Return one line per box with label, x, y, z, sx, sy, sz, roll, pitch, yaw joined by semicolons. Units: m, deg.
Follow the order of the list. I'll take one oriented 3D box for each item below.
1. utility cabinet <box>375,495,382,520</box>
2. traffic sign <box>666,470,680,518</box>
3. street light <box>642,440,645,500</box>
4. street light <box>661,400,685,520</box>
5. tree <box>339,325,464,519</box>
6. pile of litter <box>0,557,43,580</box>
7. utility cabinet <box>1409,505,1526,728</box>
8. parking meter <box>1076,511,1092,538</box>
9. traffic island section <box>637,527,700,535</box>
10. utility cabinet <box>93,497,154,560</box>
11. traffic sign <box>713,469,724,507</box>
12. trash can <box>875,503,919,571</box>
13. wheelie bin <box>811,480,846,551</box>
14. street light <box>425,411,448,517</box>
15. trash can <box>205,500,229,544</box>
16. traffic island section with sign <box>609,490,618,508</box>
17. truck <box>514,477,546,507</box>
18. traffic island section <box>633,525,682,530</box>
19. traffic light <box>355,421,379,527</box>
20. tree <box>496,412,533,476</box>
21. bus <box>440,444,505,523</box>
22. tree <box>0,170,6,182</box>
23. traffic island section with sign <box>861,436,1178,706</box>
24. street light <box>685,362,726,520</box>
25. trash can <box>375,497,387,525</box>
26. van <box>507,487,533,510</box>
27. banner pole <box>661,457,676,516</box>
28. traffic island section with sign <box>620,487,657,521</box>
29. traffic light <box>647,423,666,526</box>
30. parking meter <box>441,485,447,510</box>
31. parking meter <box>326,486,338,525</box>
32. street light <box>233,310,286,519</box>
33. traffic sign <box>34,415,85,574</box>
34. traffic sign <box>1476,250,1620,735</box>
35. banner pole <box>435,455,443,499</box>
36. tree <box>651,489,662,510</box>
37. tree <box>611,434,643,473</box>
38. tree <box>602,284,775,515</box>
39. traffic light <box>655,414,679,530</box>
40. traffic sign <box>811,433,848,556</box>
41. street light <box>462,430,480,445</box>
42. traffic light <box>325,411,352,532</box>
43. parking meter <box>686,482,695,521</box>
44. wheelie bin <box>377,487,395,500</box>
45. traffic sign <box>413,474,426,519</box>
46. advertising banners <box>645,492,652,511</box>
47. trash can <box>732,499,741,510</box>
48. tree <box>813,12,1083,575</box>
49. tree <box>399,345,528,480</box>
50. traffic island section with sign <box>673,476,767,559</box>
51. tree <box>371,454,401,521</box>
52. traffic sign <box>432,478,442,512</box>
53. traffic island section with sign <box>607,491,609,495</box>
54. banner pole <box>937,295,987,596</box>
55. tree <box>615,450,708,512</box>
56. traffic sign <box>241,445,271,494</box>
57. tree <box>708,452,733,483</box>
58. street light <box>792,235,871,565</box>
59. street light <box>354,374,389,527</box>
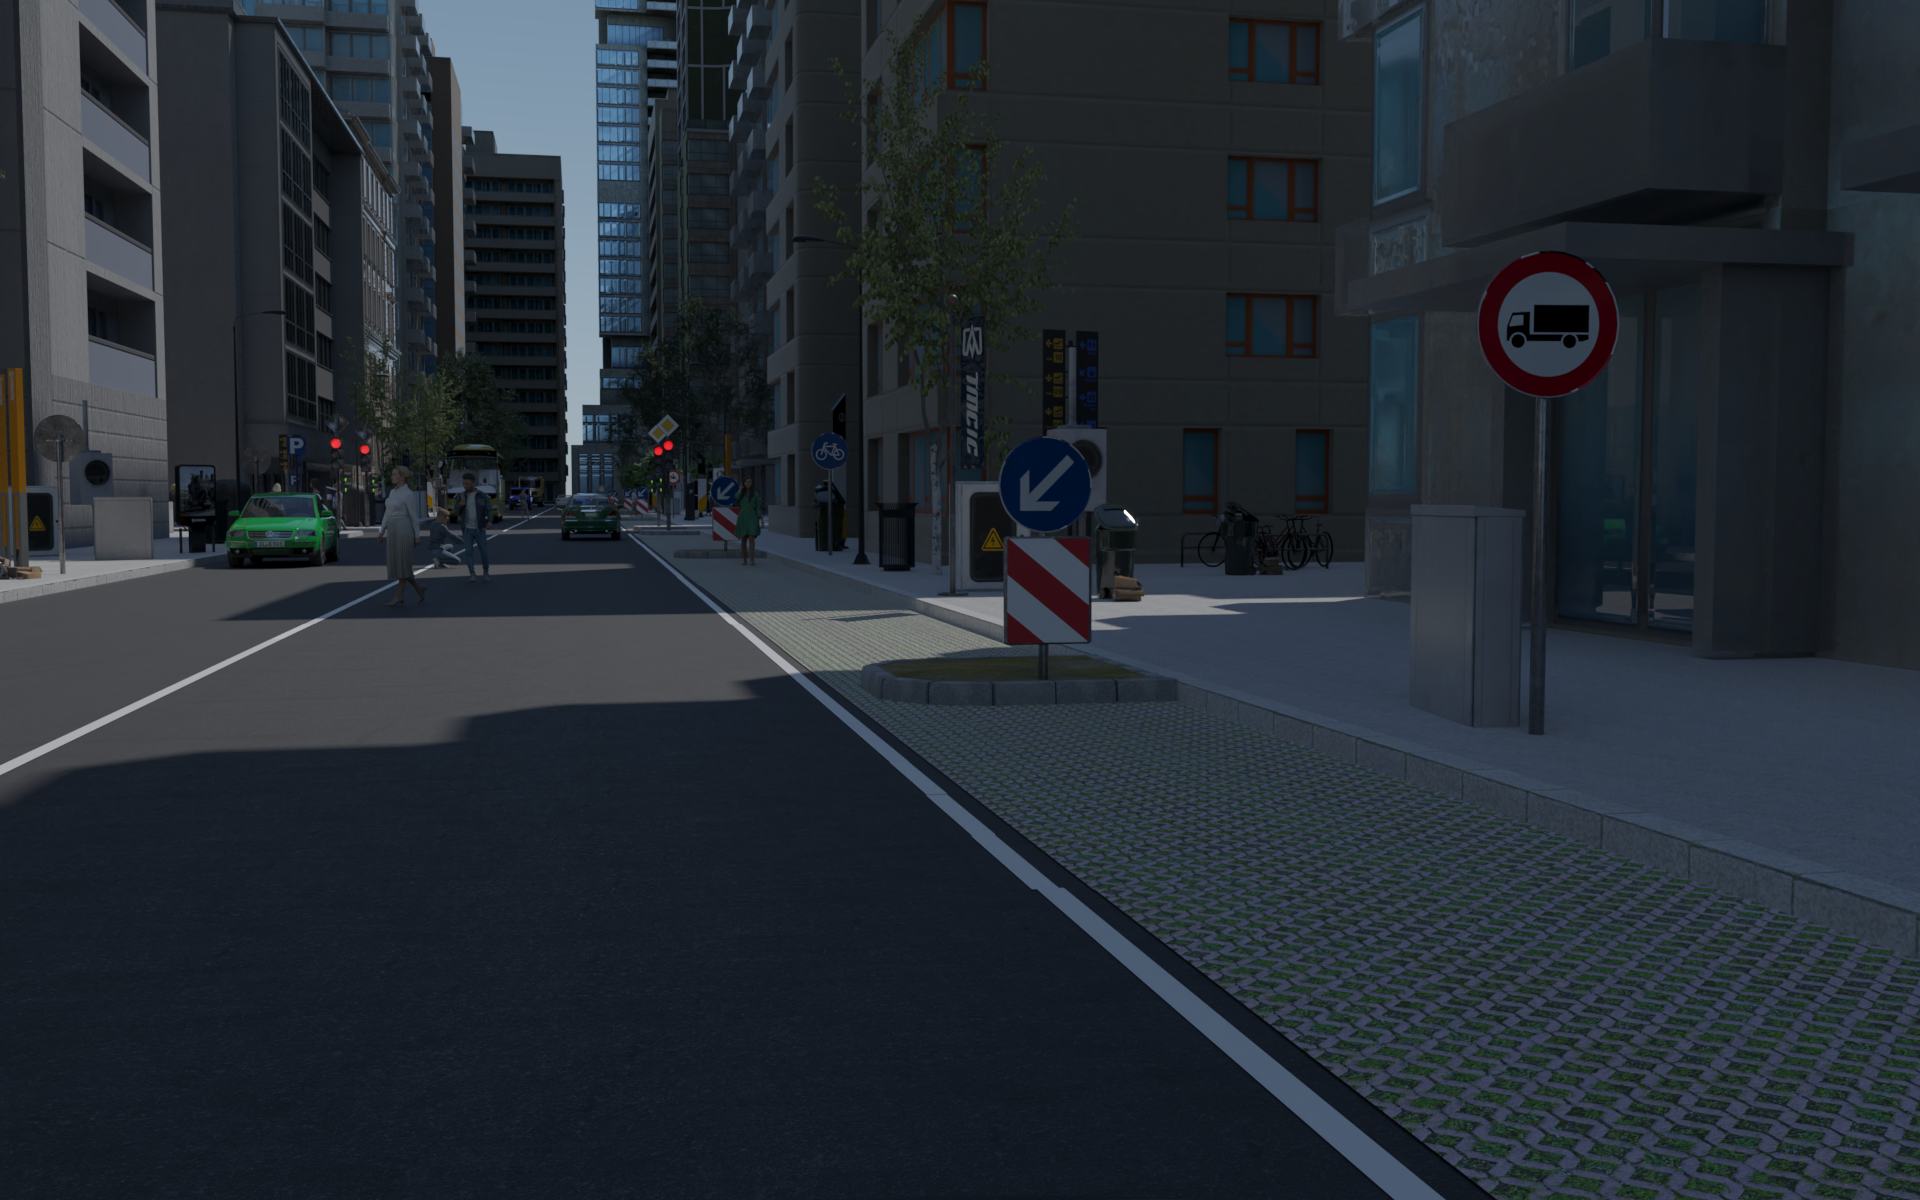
utility cabinet;-28.464;-4.557;85.675;1.020;1.237;0.306;-2;4;-34
traffic sign;-15.116;-5.581;91.359;0.768;2.556;0.104;0;4;-3
street light;-20.252;-8.621;113.501;1.470;5.913;1.316;-1;4;-12
street light;-13.868;-6.831;84.230;1.470;5.913;1.316;-1;4;-12
tree;-25.201;-7.690;76.095;4.737;8.622;4.395;0;3;0
pile of litter;-14.700;-0.767;26.506;1.176;0.858;1.719;-2;4;-32
utility cabinet;2.913;0.072;9.992;0.306;1.237;1.020;0;4;-5
parking meter;2.110;-1.453;29.465;0.255;1.863;0.399;0;4;4
traffic island section;-10.253;-2.375;61.108;2.009;0.180;2.903;-1;4;-12
utility cabinet;-16.345;-1.388;33.858;1.020;1.237;0.306;-1;4;-21
traffic sign;-9.457;-4.061;68.527;0.606;2.300;0.079;0;4;-8
trash can;-1.052;-1.055;28.906;0.748;1.137;0.748;0;3;0
wheelie bin;-2.962;-1.896;38.916;0.693;1.594;0.980;-1;4;-19
street light;-29.156;-7.573;96.367;1.470;5.913;1.316;-1;4;-12
trash can;-19.211;-2.018;44.645;0.748;1.137;0.748;0;3;0
traffic island section with sign;-23.036;-6.791;119.657;1.989;1.847;2.006;-1;4;-12
truck;-48.046;-12.125;194.160;3.469;3.379;9.791;-1;4;-12
traffic island section;-11.956;-2.852;68.910;2.009;0.180;2.903;-1;4;-12
traffic light;-22.753;-4.741;66.432;0.839;4.253;0.868;-1;4;-12
tree;-56.914;-17.712;215.353;9.928;11.665;9.643;0;3;0
bus;-24.791;-5.950;88.837;2.896;3.916;12.252;-1;4;-13
tree;-13.153;-4.266;20.118;4.360;8.622;3.978;0;3;0
traffic island section with sign;0.324;-0.244;12.617;1.989;1.847;2.006;-1;4;-12
street light;-8.851;-5.427;61.266;1.470;5.913;1.316;-1;4;-12
trash can;-24.460;-3.740;72.799;0.748;1.137;0.748;0;3;0
van;-39.771;-9.320;156.773;2.240;2.365;5.245;-1;4;-12
banner pole;-17.059;-6.828;101.658;0.863;3.779;0.401;0;4;7
traffic island section with sign;-17.200;-5.157;92.947;1.989;1.847;2.006;-1;4;-12
traffic light;-11.997;-4.885;68.787;0.839;4.253;0.868;-1;4;-12
parking meter;-32.359;-6.294;108.621;0.255;1.863;0.399;1;4;14
parking meter;-20.925;-3.016;57.717;0.372;1.533;0.369;0;3;0
street light;-17.658;-4.350;43.662;1.470;5.913;1.316;-1;4;-12
traffic sign;-14.420;-1.691;27.762;0.768;2.556;0.104;0;4;-8
traffic sign;3.080;-0.555;9.177;0.768;2.556;0.104;0;4;-4
banner pole;-33.166;-7.357;110.302;0.401;3.779;0.863;1;4;23
tree;-24.108;-8.805;138.560;1.663;3.219;1.824;0;3;0
tree;-40.081;-15.807;208.800;4.360;8.622;3.978;0;3;0
tree;-11.183;-8.761;77.649;7.601;10.594;8.767;0;4;1
traffic light;-10.294;-4.408;60.985;0.839;4.253;0.868;-1;4;-12
traffic sign;-2.701;-2.197;36.029;0.768;2.556;0.104;0;4;-5
street light;-35.454;-9.349;125.399;1.470;5.913;1.316;-1;4;-12
traffic light;-21.050;-4.264;58.630;0.839;4.253;0.868;-1;4;-12
parking meter;-12.965;-4.743;83.264;0.399;1.863;0.255;-2;4;-23
wheelie bin;-26.323;-4.395;79.765;0.980;1.594;0.693;-1;4;-14
traffic sign;-28.073;-5.374;89.996;0.606;2.300;0.079;-1;4;-12
advertising banners;-24.112;-8.481;134.849;0.090;3.025;2.074;-2;4;-34
trash can;-10.064;-4.107;78.797;0.748;1.137;0.748;0;3;0
tree;-0.320;-4.684;26.943;4.737;8.622;4.395;0;3;0
tree;-38.273;-13.247;133.598;9.611;12.733;9.660;0;3;0
traffic island section with sign;-5.454;-1.864;39.099;1.989;1.847;2.006;-1;4;-12
tree;-27.287;-5.375;82.486;1.663;3.219;1.824;0;3;0
traffic sign;-32.456;-6.444;107.485;0.606;2.300;0.079;0;4;-4
traffic island section with sign;-33.668;-9.768;168.331;1.989;1.847;2.006;-1;4;-12
banner pole;0.054;-1.936;21.667;0.401;3.779;0.863;-3;5;-39
tree;-20.266;-8.136;116.734;4.285;4.588;4.351;0;3;0
traffic sign;-18.410;-2.765;45.314;0.768;2.556;0.104;0;4;-4
tree;-18.455;-8.816;127.856;4.285;4.588;4.351;0;3;0
street light;-2.329;-3.597;31.356;1.470;5.913;1.316;-1;4;-12
street light;-22.735;-5.772;66.921;1.470;5.913;1.316;-1;4;-12
